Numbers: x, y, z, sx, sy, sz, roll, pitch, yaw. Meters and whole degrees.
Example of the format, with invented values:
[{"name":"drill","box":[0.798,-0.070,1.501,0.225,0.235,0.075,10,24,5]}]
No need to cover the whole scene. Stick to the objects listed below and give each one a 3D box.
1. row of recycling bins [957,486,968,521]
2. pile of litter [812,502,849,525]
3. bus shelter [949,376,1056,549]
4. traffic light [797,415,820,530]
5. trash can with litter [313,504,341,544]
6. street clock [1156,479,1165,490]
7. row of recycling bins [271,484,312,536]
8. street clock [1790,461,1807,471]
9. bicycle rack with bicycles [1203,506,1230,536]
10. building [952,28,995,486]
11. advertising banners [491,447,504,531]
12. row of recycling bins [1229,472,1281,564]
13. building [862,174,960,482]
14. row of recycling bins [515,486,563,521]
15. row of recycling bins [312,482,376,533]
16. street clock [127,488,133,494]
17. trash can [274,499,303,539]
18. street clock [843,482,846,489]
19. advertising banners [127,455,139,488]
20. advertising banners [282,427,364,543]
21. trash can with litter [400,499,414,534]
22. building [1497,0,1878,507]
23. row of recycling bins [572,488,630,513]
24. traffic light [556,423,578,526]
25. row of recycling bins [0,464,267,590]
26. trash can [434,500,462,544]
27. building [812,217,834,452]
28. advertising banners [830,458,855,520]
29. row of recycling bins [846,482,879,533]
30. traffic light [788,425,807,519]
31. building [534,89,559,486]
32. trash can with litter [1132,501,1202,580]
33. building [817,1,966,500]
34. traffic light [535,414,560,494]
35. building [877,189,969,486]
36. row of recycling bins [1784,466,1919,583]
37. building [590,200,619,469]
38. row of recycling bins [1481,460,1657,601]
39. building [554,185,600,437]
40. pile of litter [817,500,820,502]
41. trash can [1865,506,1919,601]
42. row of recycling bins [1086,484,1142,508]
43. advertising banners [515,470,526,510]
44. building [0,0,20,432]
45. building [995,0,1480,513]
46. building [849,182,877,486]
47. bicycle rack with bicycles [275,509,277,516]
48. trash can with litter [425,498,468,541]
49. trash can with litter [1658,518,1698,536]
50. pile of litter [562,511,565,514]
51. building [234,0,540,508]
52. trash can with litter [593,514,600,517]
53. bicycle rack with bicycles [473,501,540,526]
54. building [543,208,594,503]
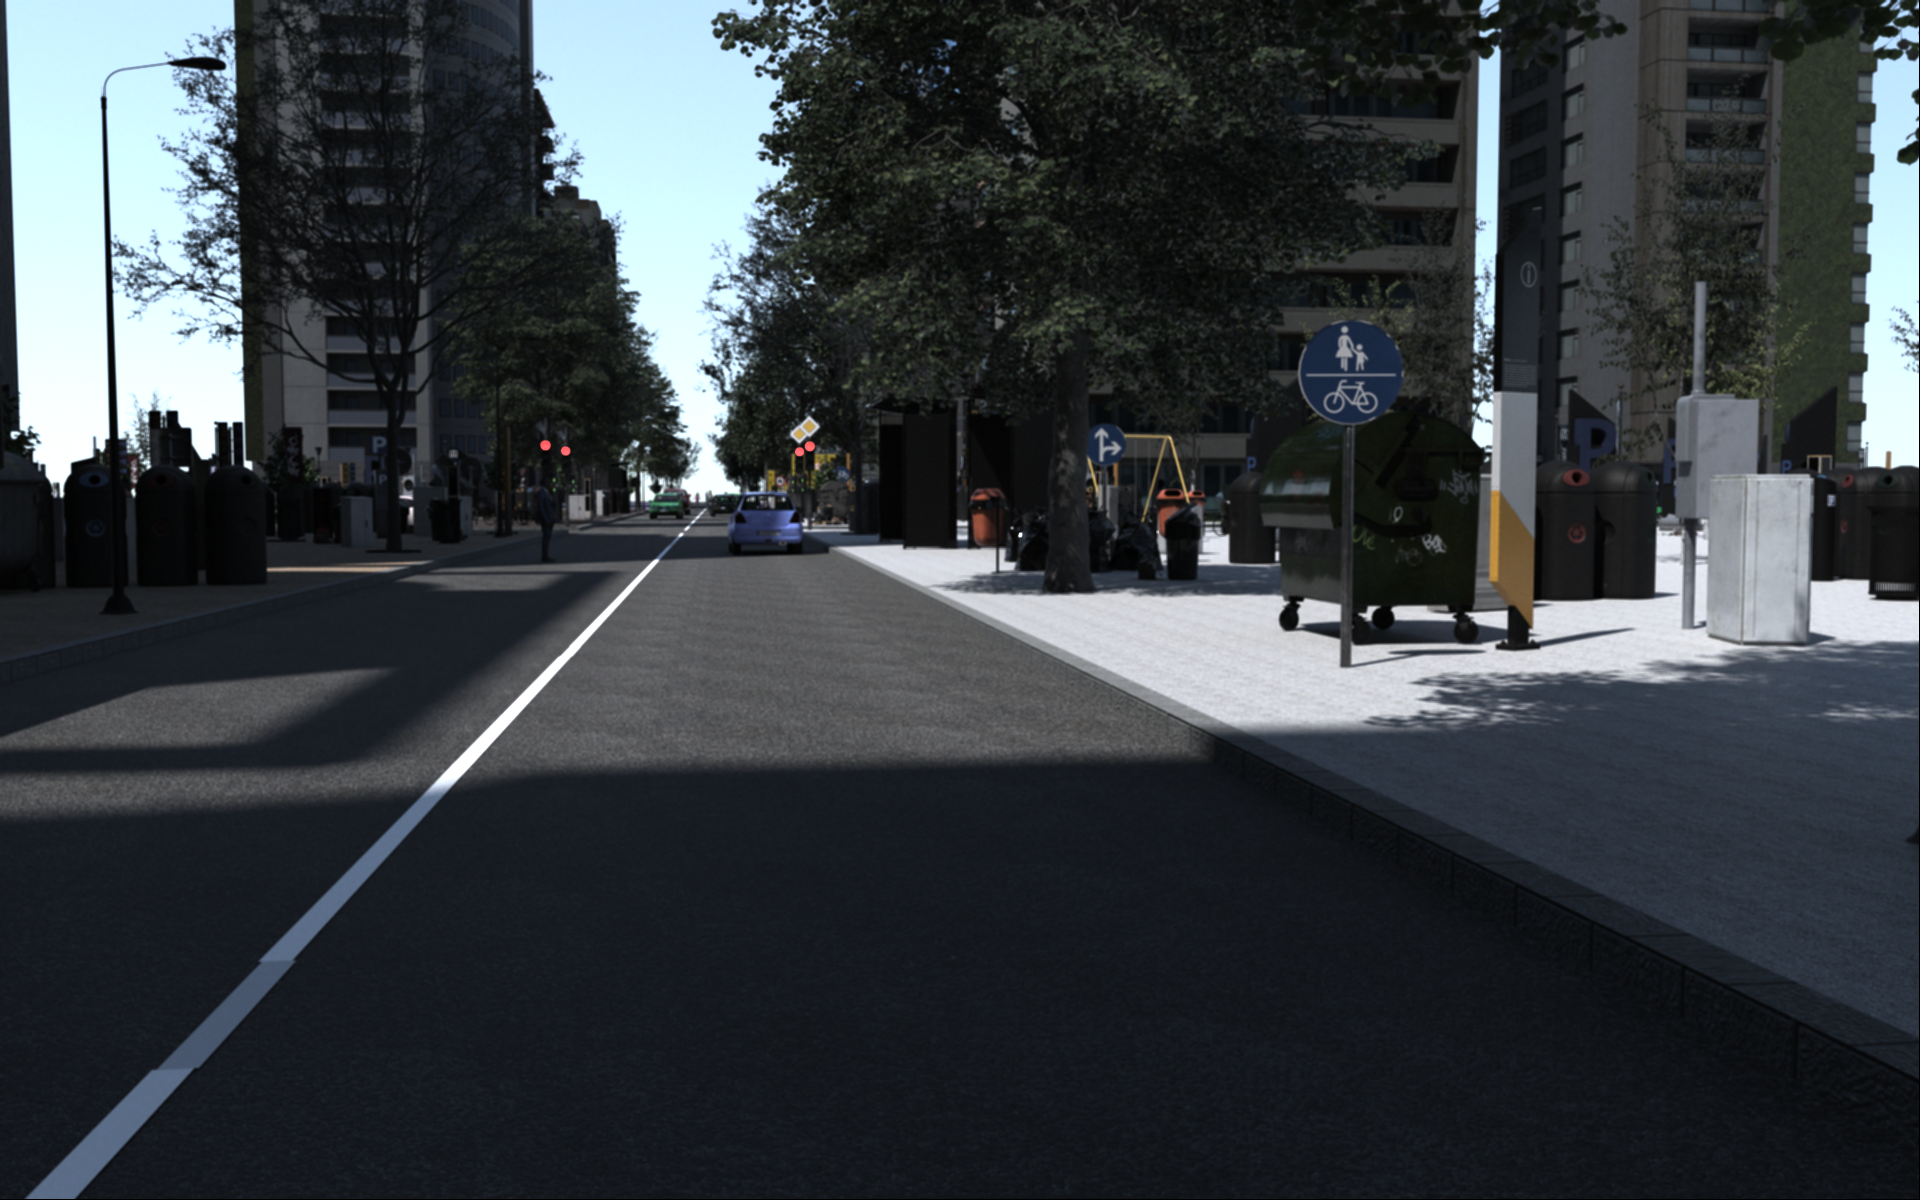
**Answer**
[{"name":"row of recycling bins","box":[0.255,-4.741,84.625,1.069,1.692,3.534,-1,4,-10]},{"name":"pile of litter","box":[-5.457,-3.575,72.412,1.719,0.858,1.176,0,4,4]},{"name":"bus shelter","box":[1.091,-2.812,37.267,1.731,3.624,6.357,0,4,-8]},{"name":"traffic light","box":[-5.406,-4.471,62.025,0.839,4.253,0.868,0,4,-8]},{"name":"trash can with litter","box":[-16.163,-2.037,44.699,1.055,1.170,0.624,0,4,-5]},{"name":"street clock","box":[9.369,-4.704,81.486,0.471,2.002,0.358,-1,4,-13]},{"name":"row of recycling bins","box":[-21.717,-2.779,52.557,3.534,1.692,1.069,0,4,-5]},{"name":"street clock","box":[18.386,-2.038,37.886,0.471,2.002,0.358,-2,4,-29]},{"name":"bicycle rack with bicycles","box":[8.799,-2.380,52.287,2.925,0.926,2.852,-1,4,-23]},{"name":"building","box":[11.119,-29.002,128.812,22.147,44.769,28.867,0,4,-8]},{"name":"advertising banners","box":[-16.202,-3.941,60.616,0.090,3.025,2.074,-2,4,-25]},{"name":"row of recycling bins","box":[6.766,-1.521,31.974,3.534,1.692,1.069,0,4,-1]},{"name":"building","box":[5.502,-30.257,186.579,32.217,40.220,23.993,0,4,-8]},{"name":"row of recycling bins","box":[-20.438,-4.709,84.106,1.069,1.692,3.534,-3,5,-44]},{"name":"row of recycling bins","box":[-20.596,-3.108,57.932,1.069,1.692,3.534,3,4,36]},{"name":"street clock","box":[-54.307,-6.646,113.225,0.471,2.002,0.358,-3,4,-36]},{"name":"trash can","box":[-18.722,-2.243,48.326,0.748,1.137,0.748,0,3,0]},{"name":"street clock","box":[-5.746,-4.957,85.618,0.358,2.002,0.471,0,4,-8]},{"name":"advertising banners","box":[-36.333,-4.990,77.777,2.074,3.025,0.090,0,4,1]},{"name":"advertising banners","box":[-16.623,-2.998,45.210,2.074,3.025,0.090,0,4,-2]},{"name":"trash can with litter","box":[-17.812,-2.716,55.797,1.055,1.170,0.624,1,4,20]},{"name":"building","box":[38.738,-25.095,93.895,14.086,41.232,14.154,0,4,-8]},{"name":"row of recycling bins","box":[-23.647,-6.588,114.831,3.534,1.692,1.069,0,4,-2]},{"name":"traffic light","box":[-15.575,-4.877,68.665,0.839,4.253,0.868,0,4,-8]},{"name":"row of recycling bins","box":[-11.580,-1.041,24.129,3.534,1.692,1.069,-2,4,-25]},{"name":"trash can","box":[-13.315,-2.043,45.059,0.748,1.137,0.748,0,3,0]},{"name":"building","box":[-13.455,-41.006,290.049,23.786,49.044,30.456,0,4,-8]},{"name":"advertising banners","box":[-5.706,-5.399,84.455,0.090,3.025,2.074,2,4,33]},{"name":"row of recycling bins","box":[-3.063,-3.160,58.780,1.069,1.692,3.534,-1,4,-13]},{"name":"traffic light","box":[-6.503,-4.955,69.935,0.839,4.253,0.868,0,4,-8]},{"name":"building","box":[-54.494,-32.296,182.667,22.147,44.769,28.867,0,4,-8]},{"name":"trash can with litter","box":[3.096,-0.891,25.959,1.055,1.170,0.624,0,4,6]},{"name":"building","box":[-10.141,-57.836,258.289,22.319,86.520,31.000,0,4,-8]},{"name":"traffic light","box":[-14.478,-4.394,60.755,0.839,4.253,0.868,0,4,-8]},{"name":"building","box":[-1.177,-24.162,166.757,14.160,30.474,14.107,0,4,-8]},{"name":"row of recycling bins","box":[13.686,-1.189,26.557,1.069,1.692,3.534,0,4,-4]},{"name":"building","box":[-68.063,-40.531,286.375,21.300,48.544,21.600,0,4,-8]},{"name":"row of recycling bins","box":[6.860,-0.845,20.927,3.534,1.692,1.069,-1,4,-22]},{"name":"building","box":[-60.736,-36.967,254.524,14.600,45.320,14.200,0,4,-8]},{"name":"pile of litter","box":[-11.525,-7.643,138.933,1.719,0.858,1.176,-2,4,-28]},{"name":"trash can","box":[11.372,-0.571,20.994,0.748,1.137,0.748,0,3,0]},{"name":"row of recycling bins","box":[6.467,-4.039,73.148,1.069,1.692,3.534,-2,4,-30]},{"name":"advertising banners","box":[-32.529,-7.945,126.091,2.074,3.025,0.090,1,4,9]},{"name":"building","box":[-30.382,-16.330,38.700,14.107,30.474,14.160,0,4,-8]},{"name":"building","box":[12.928,-28.621,91.658,21.600,48.544,21.300,0,4,-8]},{"name":"building","box":[-6.283,-31.835,204.104,14.154,41.232,14.086,0,4,-8]},{"name":"bicycle rack with bicycles","box":[-39.512,-5.034,95.684,2.852,0.926,2.925,-2,4,-28]},{"name":"trash can with litter","box":[-14.118,-2.216,47.621,0.624,1.170,1.055,3,4,38]},{"name":"trash can with litter","box":[22.377,-2.624,53.960,1.678,1.210,2.233,2,4,31]},{"name":"pile of litter","box":[-24.812,-5.841,109.460,1.176,0.858,1.719,-2,4,-23]},{"name":"building","box":[-49.961,-37.437,154.096,21.231,58.520,28.212,0,4,-8]},{"name":"trash can with litter","box":[-21.210,-5.377,98.974,1.678,1.210,2.233,-2,4,-28]},{"name":"bicycle rack with bicycles","box":[-18.491,-3.554,71.497,2.852,0.926,2.925,3,5,43]},{"name":"building","box":[-58.520,-34.074,240.704,14.154,41.232,14.086,0,4,-8]}]
